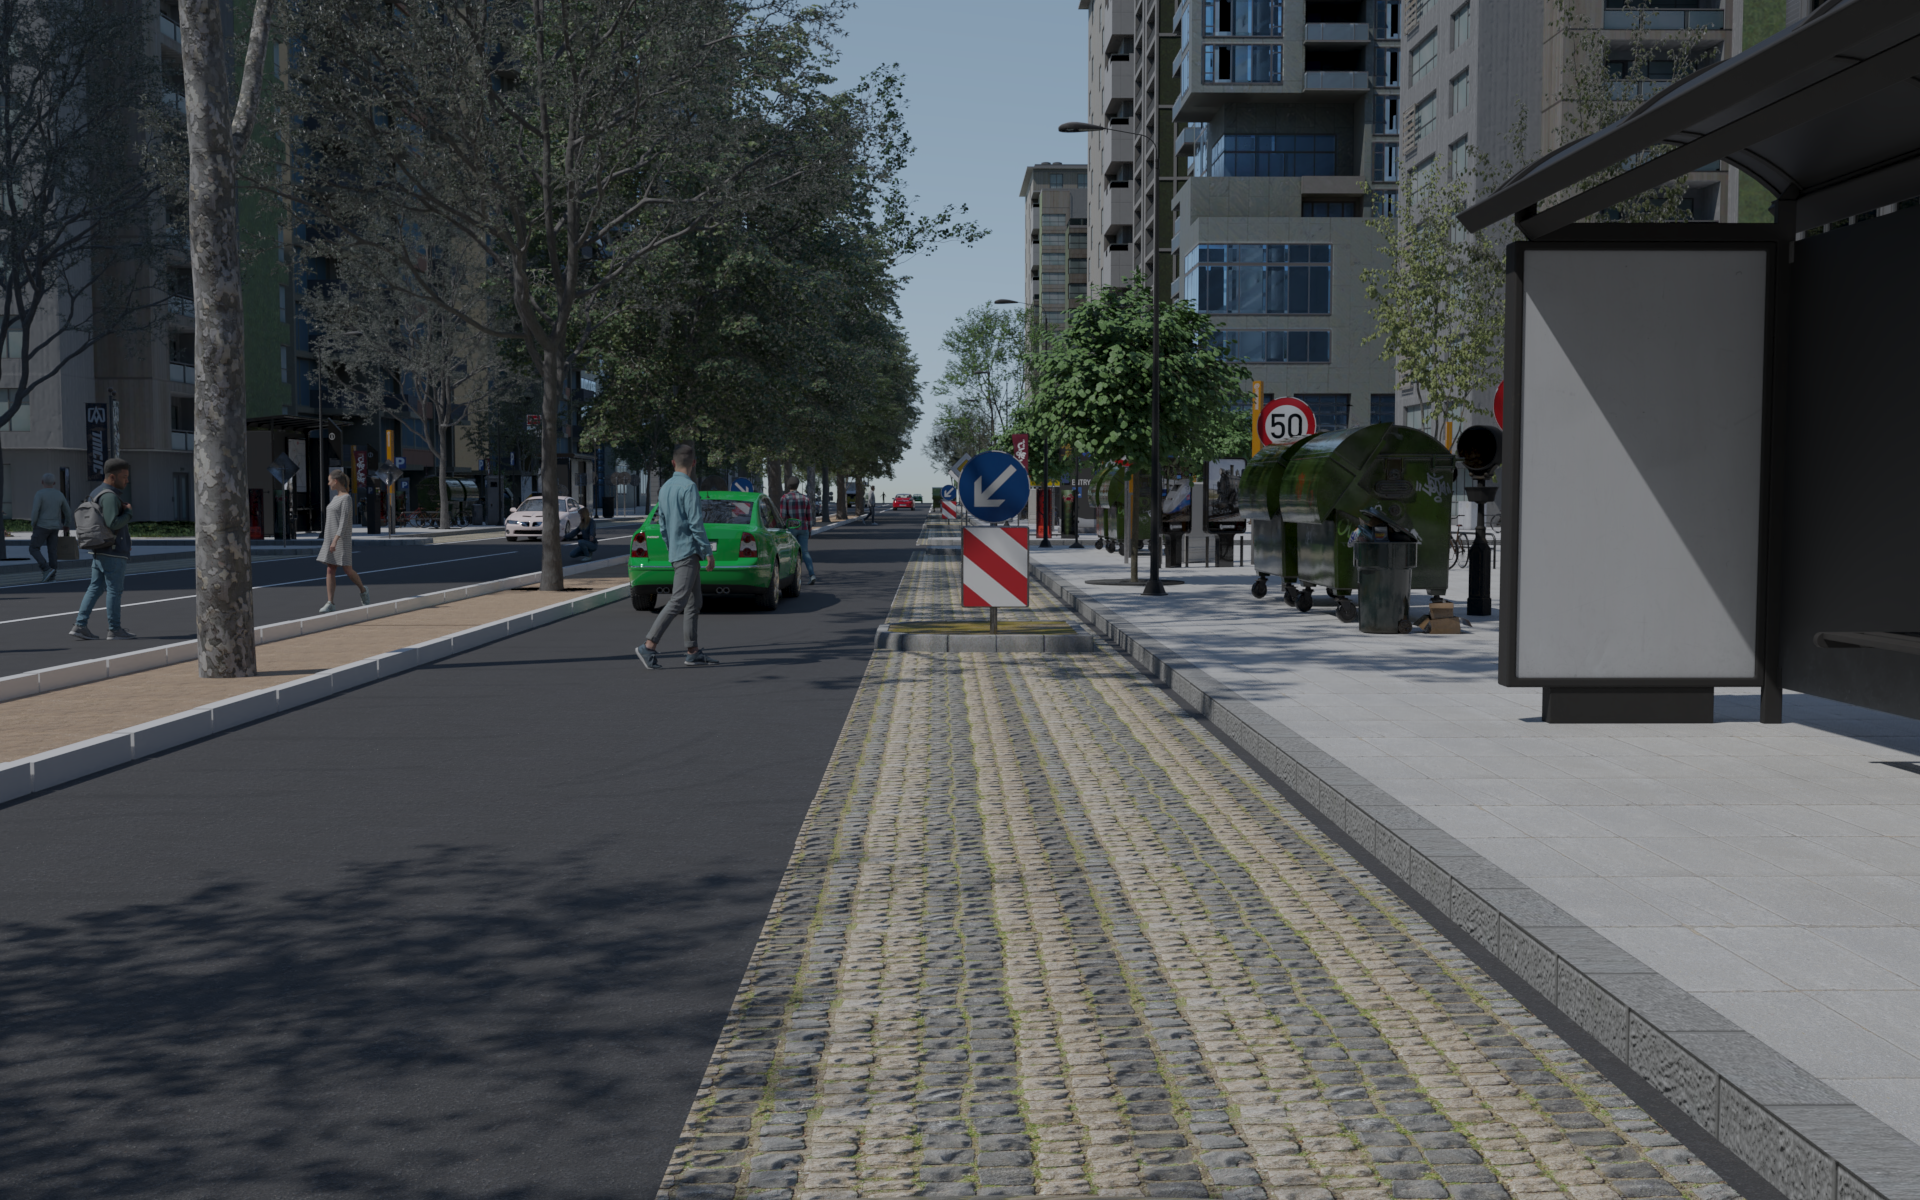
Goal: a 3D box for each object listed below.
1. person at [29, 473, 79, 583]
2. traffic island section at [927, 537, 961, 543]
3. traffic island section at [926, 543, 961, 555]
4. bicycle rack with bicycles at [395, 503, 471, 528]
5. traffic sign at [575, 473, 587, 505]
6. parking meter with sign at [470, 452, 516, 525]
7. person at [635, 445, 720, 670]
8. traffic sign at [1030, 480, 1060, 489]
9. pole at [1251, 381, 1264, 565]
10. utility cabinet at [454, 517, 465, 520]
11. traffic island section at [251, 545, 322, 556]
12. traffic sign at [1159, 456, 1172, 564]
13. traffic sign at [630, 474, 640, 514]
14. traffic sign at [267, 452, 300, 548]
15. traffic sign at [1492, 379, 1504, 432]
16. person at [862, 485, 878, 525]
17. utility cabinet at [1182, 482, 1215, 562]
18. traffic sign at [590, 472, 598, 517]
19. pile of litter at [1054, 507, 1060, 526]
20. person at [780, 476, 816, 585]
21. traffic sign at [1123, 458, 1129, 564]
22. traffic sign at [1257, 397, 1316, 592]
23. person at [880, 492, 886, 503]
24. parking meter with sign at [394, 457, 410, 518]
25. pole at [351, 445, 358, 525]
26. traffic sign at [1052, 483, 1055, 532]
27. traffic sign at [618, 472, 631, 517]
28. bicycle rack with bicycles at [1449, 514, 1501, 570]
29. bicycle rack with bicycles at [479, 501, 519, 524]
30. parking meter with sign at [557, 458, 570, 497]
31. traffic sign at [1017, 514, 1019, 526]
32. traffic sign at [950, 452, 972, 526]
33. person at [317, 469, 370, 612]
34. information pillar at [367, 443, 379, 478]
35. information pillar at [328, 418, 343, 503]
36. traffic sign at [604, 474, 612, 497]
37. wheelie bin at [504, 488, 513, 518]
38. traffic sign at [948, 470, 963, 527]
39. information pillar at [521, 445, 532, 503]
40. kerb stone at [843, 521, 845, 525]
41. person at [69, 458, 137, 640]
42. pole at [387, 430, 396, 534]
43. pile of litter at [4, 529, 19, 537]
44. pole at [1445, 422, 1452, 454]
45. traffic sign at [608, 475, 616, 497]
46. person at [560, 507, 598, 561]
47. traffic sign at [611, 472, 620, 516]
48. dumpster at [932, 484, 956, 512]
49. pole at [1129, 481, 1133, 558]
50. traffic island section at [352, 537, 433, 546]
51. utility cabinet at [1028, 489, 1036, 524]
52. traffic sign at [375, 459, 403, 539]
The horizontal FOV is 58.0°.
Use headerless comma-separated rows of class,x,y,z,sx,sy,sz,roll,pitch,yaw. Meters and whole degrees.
person,-14.725,-1.174,28.174,0.515,1.767,0.782,2,4,24
traffic island section,0.071,-1.679,49.725,2.009,0.180,2.903,0,4,-1
traffic island section,0.180,-1.190,41.740,2.009,0.180,2.903,0,4,-1
bicycle rack with bicycles,-20.129,-3.211,65.889,2.925,0.926,2.852,-1,4,-12
traffic sign,-18.503,-5.041,84.558,0.606,2.300,0.079,0,4,2
parking meter with sign,-19.208,-4.593,71.360,1.738,3.016,0.543,-2,4,-30
person,-2.354,-0.365,14.337,0.748,1.841,0.638,-1,4,-22
traffic sign,3.577,-4.182,62.255,2.265,3.308,0.079,0,4,8
pole,5.381,-2.293,31.340,0.158,3.312,0.155,0,3,0
utility cabinet,-24.736,-4.544,85.454,0.306,1.237,1.020,-3,5,-44
traffic island section,-16.209,-1.177,41.521,2.009,0.180,2.903,0,4,-1
traffic sign,3.668,-1.930,31.663,0.768,2.556,0.104,0,4,1
traffic sign,-20.885,-6.790,111.130,0.768,2.556,0.104,0,4,3
traffic sign,-16.186,-2.313,41.459,0.795,2.450,0.064,0,4,-1
traffic sign,5.722,-1.061,17.457,0.768,2.556,0.104,0,3,0
person,-4.208,-4.437,80.884,0.795,1.843,0.661,0,4,3
utility cabinet,4.442,-1.453,32.443,0.318,1.500,1.173,3,5,40
traffic sign,-20.459,-5.864,95.982,0.768,2.556,0.104,0,4,4
pile of litter,4.007,-3.447,70.327,1.176,0.858,1.719,0,4,4
person,-2.585,-1.105,27.402,0.563,1.720,0.643,-2,4,-30
traffic sign,3.070,-1.942,31.864,0.768,2.556,0.104,0,4,8
traffic sign,4.274,-1.384,22.736,0.768,2.556,0.104,1,4,8
person,-12.145,-16.271,274.552,1.348,1.821,0.705,3,5,42
parking meter with sign,-25.952,-5.165,80.708,0.543,3.016,1.738,-2,4,-26
pole,-25.348,-4.810,72.480,0.158,3.312,0.155,0,3,0
traffic sign,3.178,-3.599,58.954,0.768,2.556,0.104,1,4,9
traffic sign,-18.989,-5.988,98.010,0.768,2.556,0.104,0,4,3
bicycle rack with bicycles,7.996,-1.022,30.090,2.852,0.926,2.925,-1,4,-12
bicycle rack with bicycles,-20.369,-3.776,75.115,2.852,0.926,2.925,-2,4,-24
parking meter with sign,-19.581,-5.302,82.945,1.738,3.016,0.543,-1,4,-10
traffic sign,1.928,-3.495,57.155,0.884,2.594,0.081,0,4,6
traffic sign,0.157,-2.325,41.663,0.795,2.450,0.064,0,4,-1
person,-7.585,-0.733,21.235,0.466,1.731,0.760,1,4,18
information pillar,-26.710,-5.348,78.787,0.504,3.616,0.183,-2,4,-25
information pillar,-19.275,-3.801,53.495,0.504,3.616,0.183,1,4,21
traffic sign,-22.480,-6.799,111.275,0.768,2.556,0.104,0,4,3
wheelie bin,-24.240,-5.182,92.630,0.693,1.594,0.980,0,4,2
traffic sign,0.047,-2.814,49.647,0.795,2.450,0.064,0,4,-1
information pillar,-20.599,-5.557,82.219,0.504,3.616,0.183,-2,4,-25
kerb stone,-5.475,-3.480,79.092,0.120,0.150,1.000,0,4,-1
person,-8.346,-0.498,16.983,0.623,1.781,0.721,2,4,34
pole,-18.208,-3.766,55.416,0.158,3.312,0.155,0,3,0
pile of litter,-28.900,-2.303,51.617,1.719,0.858,1.176,2,4,26
pole,13.793,-3.370,48.950,0.158,3.312,0.155,0,3,0
traffic sign,-22.198,-6.780,110.959,0.768,2.556,0.104,0,4,3
person,-8.063,-1.416,37.148,0.738,1.151,1.012,-3,5,-44
traffic sign,-19.733,-6.086,99.614,0.768,2.556,0.104,0,4,7
dumpster,-1.258,-8.101,137.408,1.985,2.255,1.502,0,4,-2
pole,3.432,-2.503,34.775,0.158,3.312,0.155,0,3,0
traffic island section,-16.319,-1.665,49.505,2.009,0.180,2.903,0,4,-1
utility cabinet,3.436,-3.981,73.761,1.173,1.500,0.318,3,5,41
traffic sign,-16.296,-2.801,49.444,0.795,2.450,0.064,0,4,-1
